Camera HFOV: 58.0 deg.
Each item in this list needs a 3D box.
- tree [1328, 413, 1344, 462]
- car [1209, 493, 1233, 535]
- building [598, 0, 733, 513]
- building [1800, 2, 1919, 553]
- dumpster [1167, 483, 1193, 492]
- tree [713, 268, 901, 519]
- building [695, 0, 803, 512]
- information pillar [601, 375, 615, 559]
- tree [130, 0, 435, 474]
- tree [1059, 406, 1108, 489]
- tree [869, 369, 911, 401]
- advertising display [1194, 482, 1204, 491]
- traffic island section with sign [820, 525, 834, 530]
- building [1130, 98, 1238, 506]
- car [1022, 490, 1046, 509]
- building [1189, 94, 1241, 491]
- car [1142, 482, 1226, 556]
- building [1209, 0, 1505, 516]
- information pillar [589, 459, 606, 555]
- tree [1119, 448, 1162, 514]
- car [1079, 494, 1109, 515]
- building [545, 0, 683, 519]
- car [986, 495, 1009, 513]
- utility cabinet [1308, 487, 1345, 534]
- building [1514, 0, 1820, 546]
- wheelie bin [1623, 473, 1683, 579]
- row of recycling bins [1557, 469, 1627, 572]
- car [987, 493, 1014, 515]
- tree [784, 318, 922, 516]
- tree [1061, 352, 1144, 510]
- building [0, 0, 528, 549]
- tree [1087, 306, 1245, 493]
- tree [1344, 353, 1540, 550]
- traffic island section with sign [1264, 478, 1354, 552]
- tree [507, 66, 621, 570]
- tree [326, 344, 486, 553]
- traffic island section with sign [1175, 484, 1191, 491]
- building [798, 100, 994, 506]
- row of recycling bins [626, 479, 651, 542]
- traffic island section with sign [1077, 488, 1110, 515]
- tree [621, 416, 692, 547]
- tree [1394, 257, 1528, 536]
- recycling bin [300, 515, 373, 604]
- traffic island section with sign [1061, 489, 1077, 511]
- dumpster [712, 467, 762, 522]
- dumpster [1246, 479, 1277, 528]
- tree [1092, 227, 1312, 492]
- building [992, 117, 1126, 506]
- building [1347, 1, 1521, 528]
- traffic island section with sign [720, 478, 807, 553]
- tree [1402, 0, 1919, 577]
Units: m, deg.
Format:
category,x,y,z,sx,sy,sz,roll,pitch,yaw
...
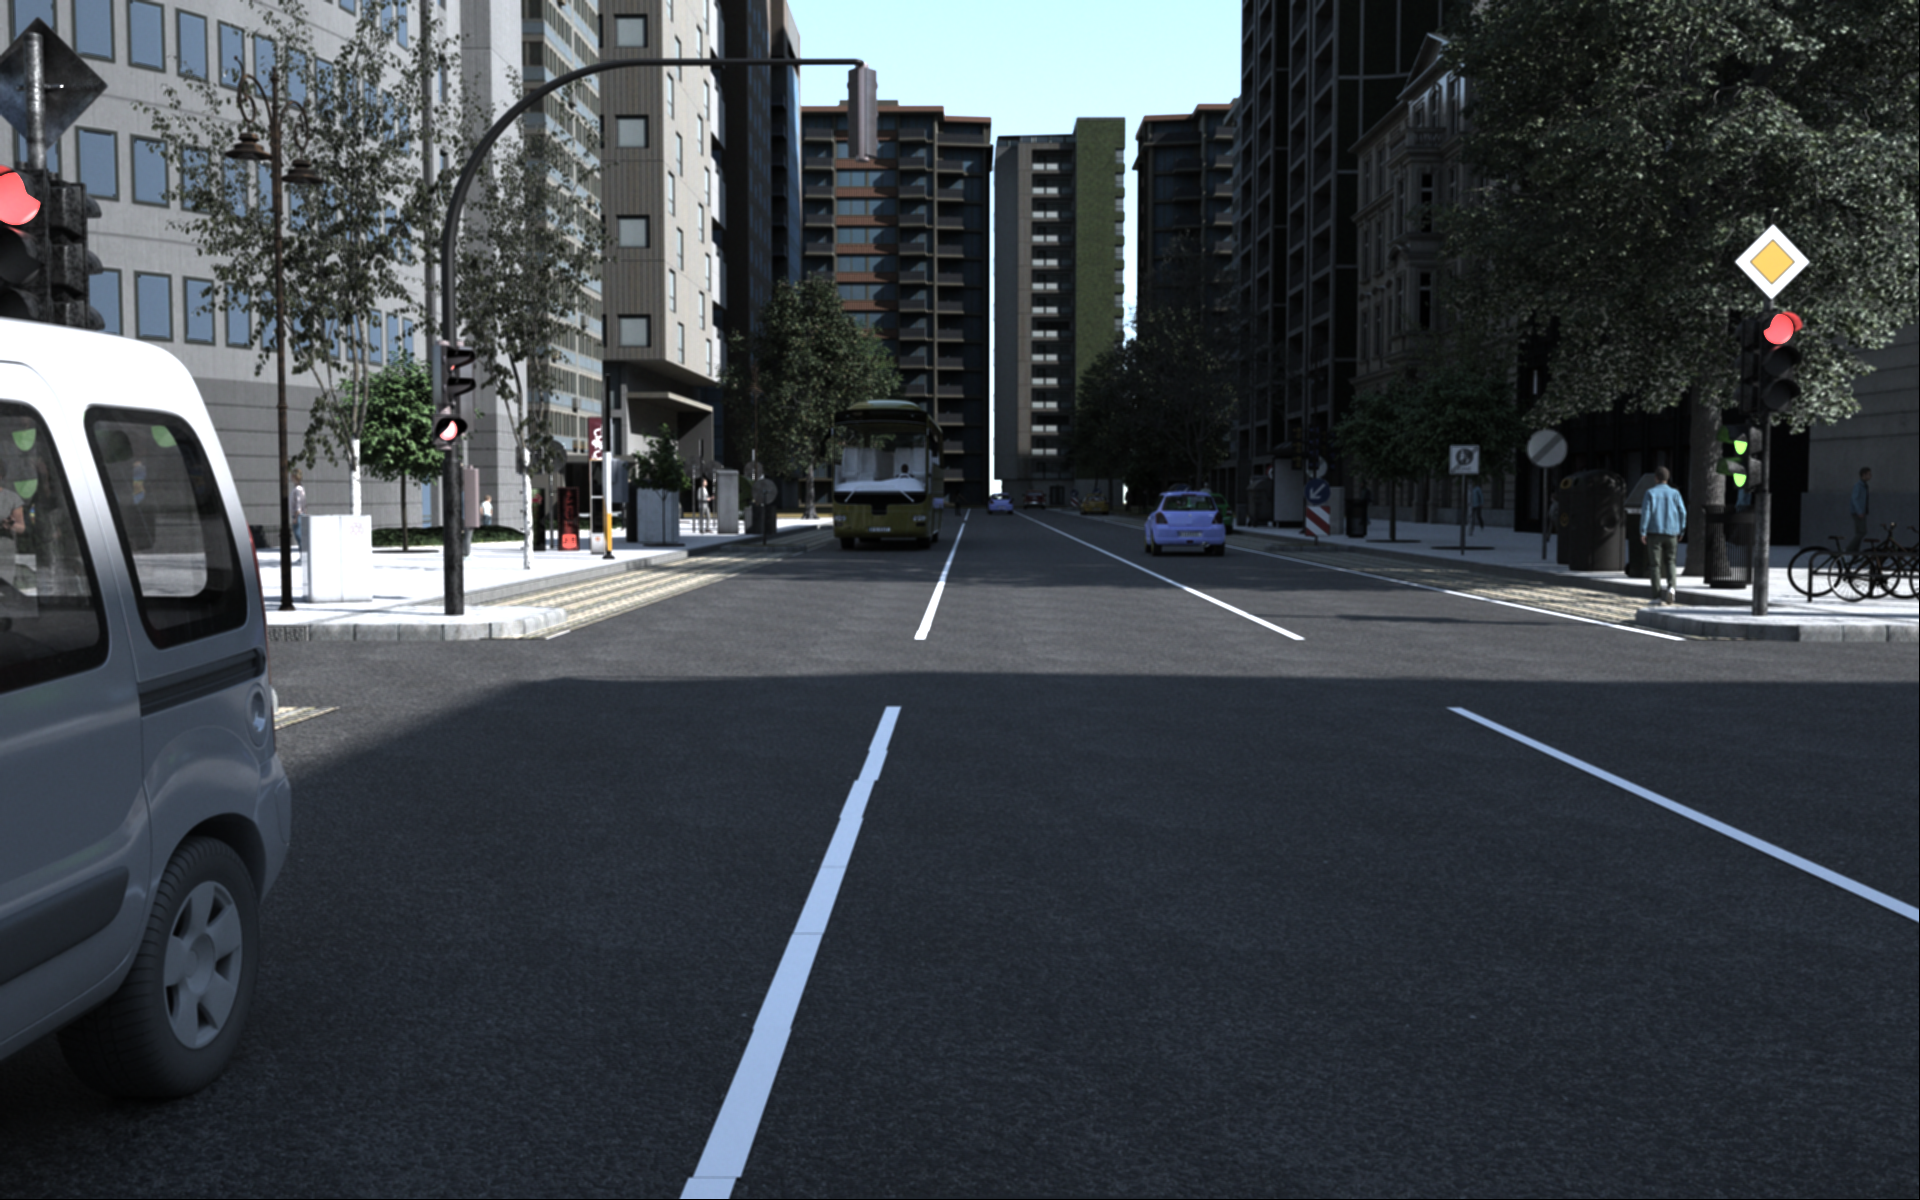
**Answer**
category,x,y,z,sx,sy,sz,roll,pitch,yaw
tree,11.623,-3.839,46.478,4.285,4.588,4.351,0,3,0
car,8.651,-3.263,62.141,1.959,1.807,4.718,0,4,0
building,-29.476,-31.683,107.261,28.713,52.752,27.495,0,4,0
building,30.546,-15.002,32.679,23.554,28.519,14.401,0,4,0
dumpster,11.603,-5.209,90.926,1.264,1.857,1.865,0,4,0
tree,-7.732,-10.484,88.425,9.611,12.733,9.660,0,3,0
building,-21.799,-30.793,153.571,14.200,45.320,14.600,0,4,0
information pillar,-6.985,-2.623,34.243,0.183,3.616,0.504,-1,4,-22
tree,-8.278,-4.430,22.796,4.360,8.622,3.978,0,3,0
tree,12.255,-13.438,154.117,7.601,10.594,8.767,2,4,33
tree,-7.182,-14.552,156.051,7.486,12.596,7.792,0,3,0
advertising display,12.900,-5.397,93.450,0.123,1.923,0.974,-1,4,-18
traffic island section with sign,-4.603,-3.759,70.090,1.989,1.847,2.006,0,4,0
building,32.609,-33.007,194.294,28.867,44.769,22.147,0,4,0
car,7.065,-9.534,164.548,2.281,1.827,5.304,0,4,1
building,36.450,-27.925,148.458,32.217,40.220,23.993,0,4,0
car,5.319,-1.937,41.257,1.945,1.707,3.694,0,4,2
building,29.840,-41.992,124.825,20.563,71.187,20.611,0,4,0
information pillar,-7.671,-1.969,36.682,0.304,2.012,0.304,0,4,-8
tree,11.448,-7.782,110.943,4.285,4.588,4.351,0,3,0
car,9.081,-6.527,116.933,2.015,1.641,3.980,0,4,0
building,-30.401,-23.808,81.139,32.217,40.220,23.993,0,4,0
car,2.918,-7.369,130.275,2.009,1.686,4.222,0,4,2
utility cabinet,11.584,-2.825,54.860,1.173,1.500,0.318,3,5,45
building,24.899,-13.485,50.159,12.332,23.373,15.834,0,4,0
wheelie bin,10.595,-1.136,26.476,0.693,1.594,0.980,-1,4,-9
row of recycling bins,11.038,-1.412,30.203,1.069,1.692,3.534,1,4,15
car,2.857,-6.881,122.100,1.945,1.707,3.694,0,4,-1
tree,-7.170,-10.826,102.768,9.928,11.665,9.643,0,3,0
tree,11.810,-13.514,139.080,7.486,12.596,7.792,0,3,0
building,-26.073,-30.856,46.502,21.231,58.520,28.212,0,4,0
tree,12.132,-11.331,102.266,9.611,12.733,9.660,0,3,0
tree,11.797,-3.465,40.366,4.285,4.588,4.351,0,3,0
traffic island section with sign,8.684,-2.124,43.349,1.989,1.847,2.006,0,4,0
tree,-7.493,-4.812,29.036,4.360,8.622,3.978,0,3,0
tree,-12.176,-3.329,38.149,4.285,4.588,4.351,0,3,0
traffic island section with sign,8.921,-3.796,70.700,1.989,1.847,2.006,0,4,0
building,-10.738,-33.073,195.361,28.867,44.769,22.147,0,4,0
row of recycling bins,-8.420,-2.480,47.661,1.069,1.692,3.534,0,4,2
traffic island section with sign,9.352,-6.825,120.215,1.989,1.847,2.006,0,4,0
tree,-7.260,-2.948,42.797,1.663,3.219,1.824,0,3,0
tree,15.507,-6.280,53.042,4.737,8.622,4.395,0,3,0
recycling bin,-7.454,-0.498,20.702,0.722,1.027,0.722,-2,4,-27
traffic island section with sign,9.590,-8.490,147.446,1.989,1.847,2.006,0,4,0
dumpster,-8.102,-3.678,62.631,1.502,2.255,1.985,0,4,0
dumpster,11.792,-3.735,66.818,1.264,1.857,1.865,0,4,0
tree,11.041,-10.399,80.388,12.009,13.543,11.850,0,3,0
building,10.702,-31.046,191.196,14.086,41.232,14.154,0,4,0
building,26.077,-15.673,75.341,14.460,24.649,34.723,0,4,0
traffic island section with sign,-4.841,-2.102,42.989,1.989,1.847,2.006,0,4,0
tree,11.616,-7.334,26.563,9.857,13.997,8.962,0,3,0
